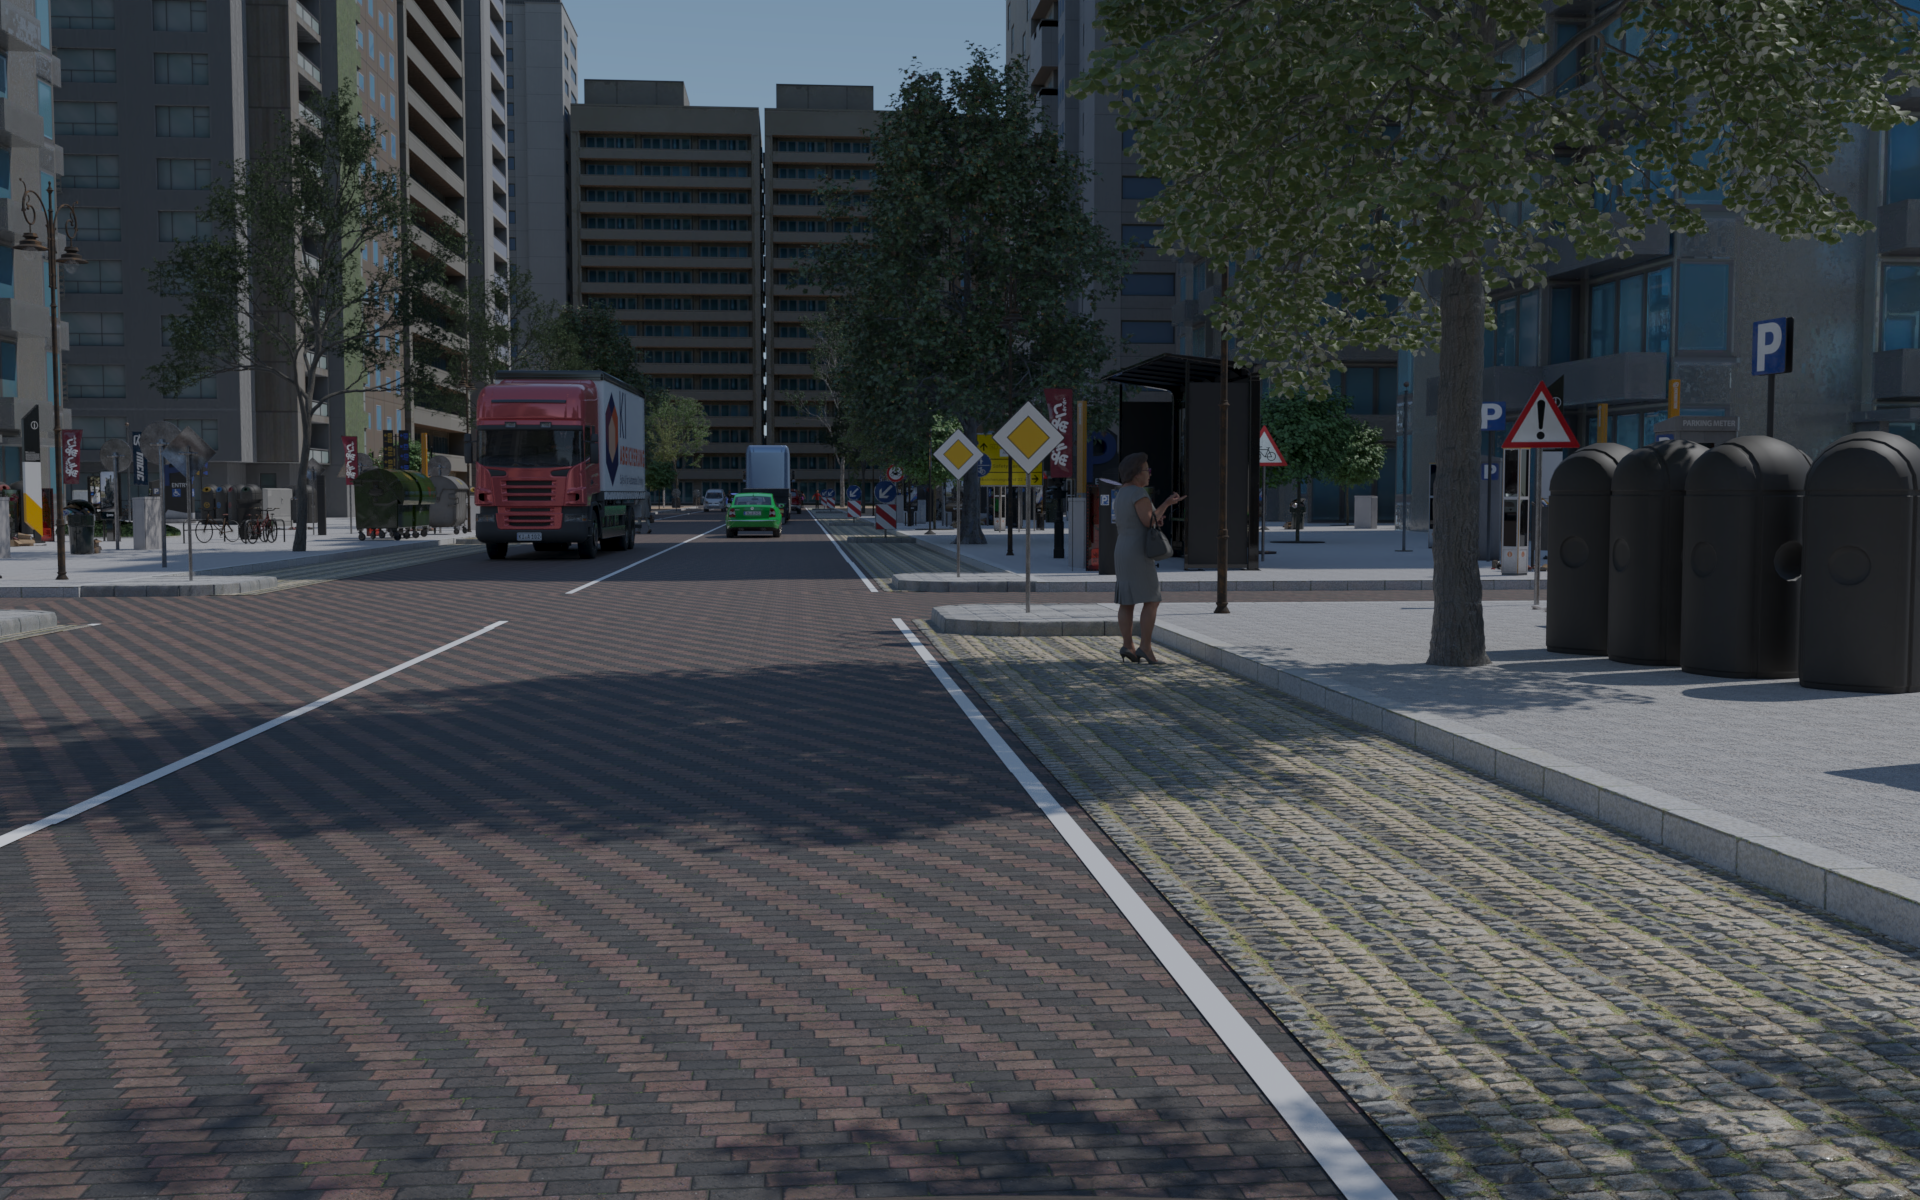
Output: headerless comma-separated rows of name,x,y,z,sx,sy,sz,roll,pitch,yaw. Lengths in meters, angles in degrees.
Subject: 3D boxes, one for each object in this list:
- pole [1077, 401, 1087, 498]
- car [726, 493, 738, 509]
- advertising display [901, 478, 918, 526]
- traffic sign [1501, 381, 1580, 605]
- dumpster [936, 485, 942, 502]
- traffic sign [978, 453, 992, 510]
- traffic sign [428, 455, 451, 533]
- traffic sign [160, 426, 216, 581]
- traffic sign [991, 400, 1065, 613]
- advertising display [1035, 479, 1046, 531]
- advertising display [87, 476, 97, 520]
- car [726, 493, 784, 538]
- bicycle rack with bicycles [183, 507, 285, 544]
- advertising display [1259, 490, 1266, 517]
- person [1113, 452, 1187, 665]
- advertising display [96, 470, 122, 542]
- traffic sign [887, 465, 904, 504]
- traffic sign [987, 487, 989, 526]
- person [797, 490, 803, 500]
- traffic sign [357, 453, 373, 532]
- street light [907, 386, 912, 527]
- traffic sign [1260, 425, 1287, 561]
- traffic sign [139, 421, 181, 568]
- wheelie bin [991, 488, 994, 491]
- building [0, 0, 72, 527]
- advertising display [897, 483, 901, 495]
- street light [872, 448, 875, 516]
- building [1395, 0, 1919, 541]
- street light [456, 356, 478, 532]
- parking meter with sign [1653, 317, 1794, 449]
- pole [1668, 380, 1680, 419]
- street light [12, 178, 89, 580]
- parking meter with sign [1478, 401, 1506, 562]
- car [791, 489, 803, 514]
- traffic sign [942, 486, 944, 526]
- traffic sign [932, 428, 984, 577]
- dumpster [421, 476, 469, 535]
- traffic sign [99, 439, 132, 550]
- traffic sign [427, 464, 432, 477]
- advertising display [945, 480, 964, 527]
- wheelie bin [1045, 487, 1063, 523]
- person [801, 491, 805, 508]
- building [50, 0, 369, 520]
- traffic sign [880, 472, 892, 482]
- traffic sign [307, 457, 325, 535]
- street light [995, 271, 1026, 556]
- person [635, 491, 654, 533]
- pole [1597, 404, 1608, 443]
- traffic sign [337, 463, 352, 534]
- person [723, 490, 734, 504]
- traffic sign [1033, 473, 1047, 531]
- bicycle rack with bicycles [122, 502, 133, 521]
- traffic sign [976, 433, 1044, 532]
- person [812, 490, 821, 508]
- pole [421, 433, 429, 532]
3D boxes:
pole,2.669,-2.700,37.983,0.158,3.312,0.155,0,3,0
car,-22.436,-9.966,172.538,1.945,1.707,3.694,0,4,-6
advertising display,-1.996,-3.968,70.095,0.123,1.923,0.974,2,4,28
traffic sign,6.684,-1.223,20.005,0.884,2.594,0.081,0,4,4
dumpster,-0.860,-5.707,99.072,1.264,1.857,1.865,0,4,-6
traffic sign,0.576,-3.211,52.601,0.768,2.556,0.104,0,4,4
traffic sign,-17.042,-3.463,56.726,0.768,2.556,0.104,0,4,-1
traffic sign,-11.373,-1.340,25.558,0.795,2.450,0.064,0,4,-5
traffic sign,0.731,-0.919,18.667,0.795,2.450,0.064,0,4,-5
advertising display,2.835,-3.418,61.102,0.123,1.923,0.974,-1,4,-13
advertising display,-30.126,-3.391,60.658,0.123,1.923,0.974,1,4,17
car,-6.916,-3.028,58.309,1.959,1.807,4.718,0,4,-5
bicycle rack with bicycles,-18.913,-1.975,45.670,2.852,0.926,2.925,1,4,12
advertising display,8.739,-2.874,52.205,0.974,1.923,0.123,1,4,18
person,1.597,-0.347,14.535,0.532,1.782,0.716,-1,4,-19
advertising display,-23.009,-2.552,46.934,0.974,1.923,0.123,3,4,38
traffic sign,-2.730,-4.485,73.443,0.768,2.556,0.104,0,3,0
traffic sign,1.114,-4.254,69.658,0.768,2.556,0.104,0,4,3
person,-12.595,-7.802,136.591,0.721,1.766,1.217,1,4,12
traffic sign,-18.463,-3.256,53.335,0.768,2.556,0.104,0,4,-3
street light,-1.992,-5.843,68.318,0.468,5.910,1.993,0,4,-5
traffic sign,5.766,-2.013,32.916,0.884,2.594,0.081,0,4,1
traffic sign,-13.897,-1.839,30.178,0.768,2.556,0.104,0,4,-3
wheelie bin,1.946,-5.397,96.149,0.980,1.594,0.693,-2,4,-23
building,-44.018,-26.573,54.075,23.786,49.044,30.456,0,4,-5
advertising display,-3.148,-5.848,100.832,0.974,1.923,0.123,-1,4,-9
street light,-5.071,-7.856,101.234,0.468,5.910,1.993,0,4,-5
building,29.048,-26.406,51.345,30.456,49.044,23.786,0,4,-5
street light,-16.499,-5.215,58.053,0.468,5.910,1.993,0,4,-5
parking meter with sign,7.283,-1.282,17.214,1.738,3.016,0.543,-1,4,-9
pole,12.730,-2.270,30.954,0.158,3.312,0.155,0,3,0
street light,-13.445,-3.239,25.753,0.468,5.910,1.993,0,4,-5
parking meter with sign,10.297,-2.278,33.512,0.543,3.016,1.738,1,4,20
car,-12.563,-7.168,125.874,2.281,1.827,5.304,0,4,-5
traffic sign,-0.696,-4.259,69.741,0.768,2.556,0.104,0,4,2
traffic sign,-0.028,-1.405,26.616,0.795,2.450,0.064,0,4,-5
dumpster,-16.443,-3.023,55.178,1.264,1.857,1.865,0,4,-5
traffic sign,-19.384,-2.426,39.778,0.768,2.556,0.104,0,4,3
traffic sign,-22.765,-4.536,74.275,0.768,2.556,0.104,0,3,0
advertising display,-0.099,-3.826,67.773,0.974,1.923,0.123,0,4,4
wheelie bin,4.191,-4.272,77.756,0.980,1.594,0.693,3,5,43
person,-16.199,-10.258,176.900,0.721,1.739,1.217,3,4,37
building,-40.098,-24.886,90.486,14.154,41.232,14.086,0,4,-5
traffic sign,-4.228,-6.064,99.248,0.768,2.556,0.104,0,4,-5
traffic sign,-20.315,-3.254,54.380,0.795,2.450,0.064,0,4,-1
street light,1.047,-3.867,36.017,0.468,5.910,1.993,0,4,-5
person,-11.515,-3.325,62.960,0.694,1.812,0.767,-3,5,-39
pole,14.490,-2.770,39.141,0.158,3.312,0.155,0,3,0
traffic sign,-19.563,-3.399,55.583,0.884,2.594,0.081,0,4,1
person,-17.777,-7.625,133.890,1.217,1.735,0.721,-2,4,-27
traffic sign,2.570,-3.657,59.790,0.884,2.594,0.081,0,4,2
bicycle rack with bicycles,-38.873,-4.174,81.632,2.925,0.926,2.852,0,4,1
traffic sign,1.656,-3.912,57.826,2.265,3.308,0.079,0,3,0
person,-13.270,-9.343,161.201,1.348,1.831,0.705,-3,5,-40
pole,-17.892,-3.919,57.911,0.158,3.312,0.155,0,3,0
